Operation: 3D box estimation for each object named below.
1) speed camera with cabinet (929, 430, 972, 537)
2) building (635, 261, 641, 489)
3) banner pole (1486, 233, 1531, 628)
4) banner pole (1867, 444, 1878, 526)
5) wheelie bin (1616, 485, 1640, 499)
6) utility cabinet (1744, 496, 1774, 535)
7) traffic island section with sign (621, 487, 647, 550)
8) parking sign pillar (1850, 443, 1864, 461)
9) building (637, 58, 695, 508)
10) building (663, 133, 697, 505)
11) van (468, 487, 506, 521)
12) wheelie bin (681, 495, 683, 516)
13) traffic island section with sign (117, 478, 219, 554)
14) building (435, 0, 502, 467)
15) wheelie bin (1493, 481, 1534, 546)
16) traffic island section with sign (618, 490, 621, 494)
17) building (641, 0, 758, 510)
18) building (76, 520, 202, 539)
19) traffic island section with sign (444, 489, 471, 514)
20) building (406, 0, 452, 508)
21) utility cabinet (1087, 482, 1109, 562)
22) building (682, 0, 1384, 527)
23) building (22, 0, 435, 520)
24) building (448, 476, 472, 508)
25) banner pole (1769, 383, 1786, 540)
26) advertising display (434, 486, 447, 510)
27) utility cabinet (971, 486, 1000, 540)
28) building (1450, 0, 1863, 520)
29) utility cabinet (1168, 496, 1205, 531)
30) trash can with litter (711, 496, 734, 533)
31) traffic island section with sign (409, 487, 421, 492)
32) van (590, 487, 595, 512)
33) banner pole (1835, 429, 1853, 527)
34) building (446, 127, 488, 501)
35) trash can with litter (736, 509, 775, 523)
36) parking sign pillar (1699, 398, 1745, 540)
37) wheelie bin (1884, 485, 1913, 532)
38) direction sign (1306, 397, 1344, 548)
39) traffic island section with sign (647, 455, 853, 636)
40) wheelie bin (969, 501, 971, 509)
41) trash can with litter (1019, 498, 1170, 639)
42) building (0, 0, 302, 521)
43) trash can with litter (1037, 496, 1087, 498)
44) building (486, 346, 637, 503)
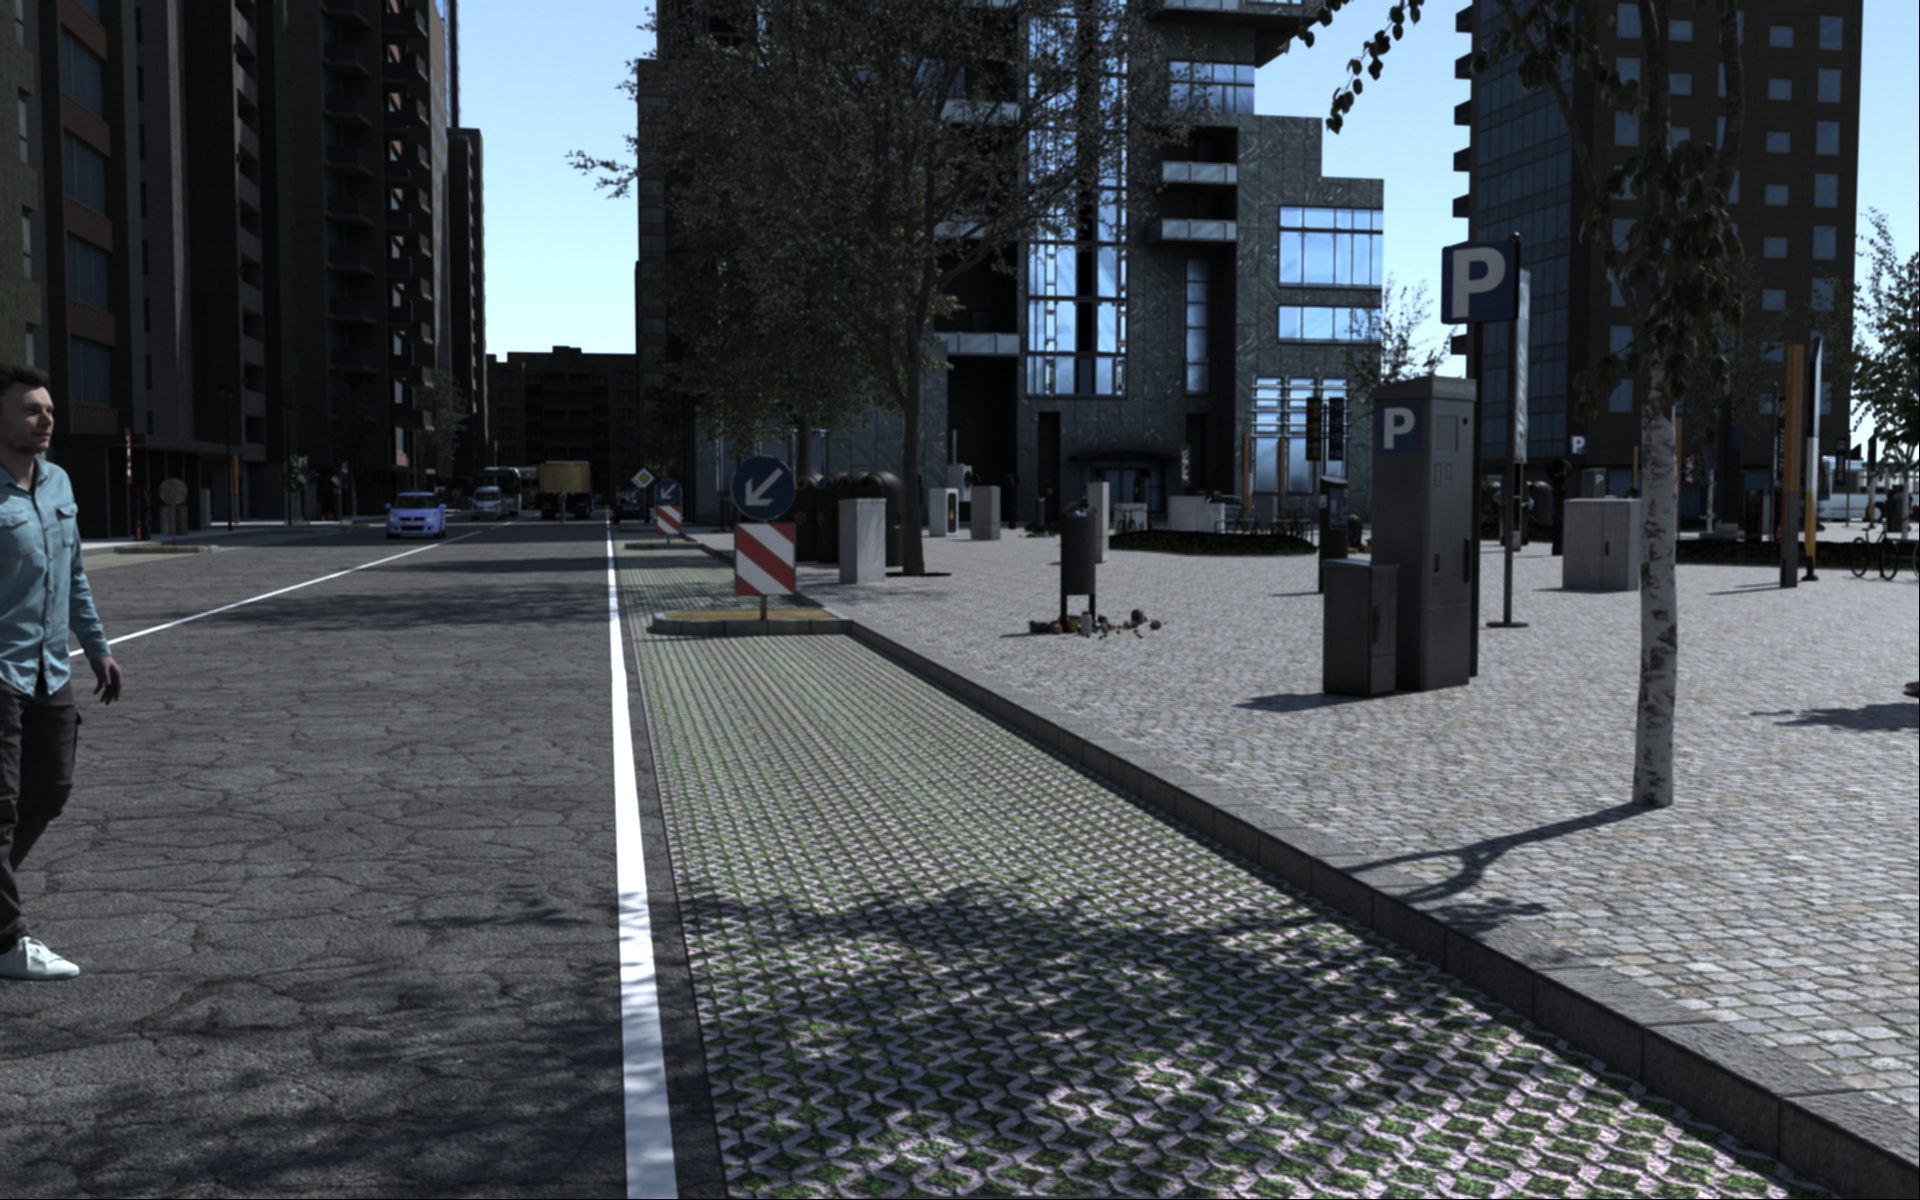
[{"bbox_3d":[-0.278,-3.565,52.616,0.660,3.252,2.038,1,4,23],"label":"speed camera with cabinet"},{"bbox_3d":[-33.370,-27.188,216.226,14.160,30.474,14.107,-1,4,-12],"label":"building"},{"bbox_3d":[5.434,-1.644,16.896,0.401,3.779,0.863,2,4,31],"label":"banner pole"},{"bbox_3d":[36.483,-4.851,69.337,0.401,3.779,0.863,0,4,4],"label":"banner pole"},{"bbox_3d":[22.217,-3.037,57.571,0.693,1.594,0.980,0,4,-3],"label":"wheelie bin"},{"bbox_3d":[25.508,-2.683,55.030,1.020,1.237,0.306,3,5,44],"label":"utility cabinet"},{"bbox_3d":[-7.766,-2.245,45.337,1.989,1.847,2.006,-1,4,-12],"label":"traffic island section with sign"},{"bbox_3d":[47.552,-6.363,92.501,1.447,3.967,1.447,-2,4,-26],"label":"parking sign pillar"},{"bbox_3d":[-23.940,-29.605,167.642,14.154,41.232,14.086,-1,4,-12],"label":"building"},{"bbox_3d":[-17.274,-22.677,142.467,14.160,30.474,14.107,-1,4,-12],"label":"building"},{"bbox_3d":[-25.975,-5.400,95.307,2.013,2.044,4.112,-1,4,-11],"label":"van"},{"bbox_3d":[-15.351,-5.510,97.991,0.693,1.594,0.980,0,4,4],"label":"wheelie bin"},{"bbox_3d":[-19.251,-2.057,42.253,1.989,1.847,2.006,-1,4,-12],"label":"traffic island section with sign"},{"bbox_3d":[-71.153,-54.497,203.694,31.000,86.520,22.319,-1,4,-12],"label":"building"},{"bbox_3d":[13.807,-2.166,43.316,0.980,1.594,0.693,0,4,5],"label":"wheelie bin"},{"bbox_3d":[-24.100,-7.135,125.278,1.989,1.847,2.006,-1,4,-12],"label":"traffic island section with sign"},{"bbox_3d":[-23.737,-45.638,184.441,20.563,71.187,20.611,-1,4,-12],"label":"building"},{"bbox_3d":[-38.200,-24.123,49.037,28.867,44.769,22.147,-1,4,-12],"label":"building"},{"bbox_3d":[-35.815,-7.011,123.262,1.989,1.847,2.006,-1,4,-12],"label":"traffic island section with sign"},{"bbox_3d":[-51.927,-30.536,149.377,14.600,45.320,14.200,-1,4,-12],"label":"building"},{"bbox_3d":[2.587,-1.464,32.611,0.318,1.500,1.173,1,4,11],"label":"utility cabinet"},{"bbox_3d":[2.150,-47.082,82.458,31.000,86.520,22.319,-1,4,-12],"label":"building"},{"bbox_3d":[-46.216,-27.912,110.986,22.147,44.769,28.867,-1,4,-12],"label":"building"},{"bbox_3d":[-64.366,-29.026,166.454,32.217,40.220,23.993,-1,4,-12],"label":"building"},{"bbox_3d":[18.396,-2.992,38.938,0.401,3.779,0.863,0,4,-4],"label":"banner pole"},{"bbox_3d":[-43.042,-8.457,143.493,0.974,1.923,0.123,0,4,-6],"label":"advertising display"},{"bbox_3d":[0.717,-2.419,48.223,0.318,1.500,1.173,-2,4,-29],"label":"utility cabinet"},{"bbox_3d":[35.333,-26.857,89.215,14.200,45.320,14.600,-1,4,-12],"label":"building"},{"bbox_3d":[6.512,-2.363,49.797,1.020,1.237,0.306,0,4,-7],"label":"utility cabinet"},{"bbox_3d":[-7.636,-2.908,58.603,1.678,1.210,2.233,2,4,24],"label":"trash can with litter"},{"bbox_3d":[-30.326,-5.369,96.412,1.989,1.847,2.006,-1,4,-12],"label":"traffic island section with sign"},{"bbox_3d":[-31.104,-8.413,141.944,2.240,2.365,5.245,-1,4,-10],"label":"van"},{"bbox_3d":[34.365,-4.730,67.351,0.401,3.779,0.863,-1,4,-21],"label":"banner pole"},{"bbox_3d":[-58.878,-30.785,186.935,14.154,41.232,14.086,-1,4,-12],"label":"building"},{"bbox_3d":[-4.445,-1.678,38.828,1.055,1.170,0.624,-3,4,-37],"label":"trash can with litter"},{"bbox_3d":[21.829,-3.716,49.226,1.447,3.967,1.447,1,4,15],"label":"parking sign pillar"},{"bbox_3d":[31.583,-3.082,58.304,0.693,1.594,0.980,0,4,-7],"label":"wheelie bin"},{"bbox_3d":[8.545,-2.974,40.621,0.876,3.537,0.379,0,4,-1],"label":"direction sign"},{"bbox_3d":[-2.246,-0.592,18.313,1.989,1.847,2.006,-1,4,-12],"label":"traffic island section with sign"},{"bbox_3d":[0.116,-5.518,98.122,0.693,1.594,0.980,-3,4,-36],"label":"wheelie bin"},{"bbox_3d":[1.424,-0.332,16.484,1.678,1.210,2.233,3,4,36],"label":"trash can with litter"},{"bbox_3d":[-40.339,-19.014,82.581,14.160,30.474,14.107,-1,4,-12],"label":"building"},{"bbox_3d":[2.604,-2.495,51.856,1.678,1.210,2.233,1,4,20],"label":"trash can with litter"},{"bbox_3d":[-54.556,-24.260,241.686,28.899,21.520,27.650,-1,4,-12],"label":"building"}]
